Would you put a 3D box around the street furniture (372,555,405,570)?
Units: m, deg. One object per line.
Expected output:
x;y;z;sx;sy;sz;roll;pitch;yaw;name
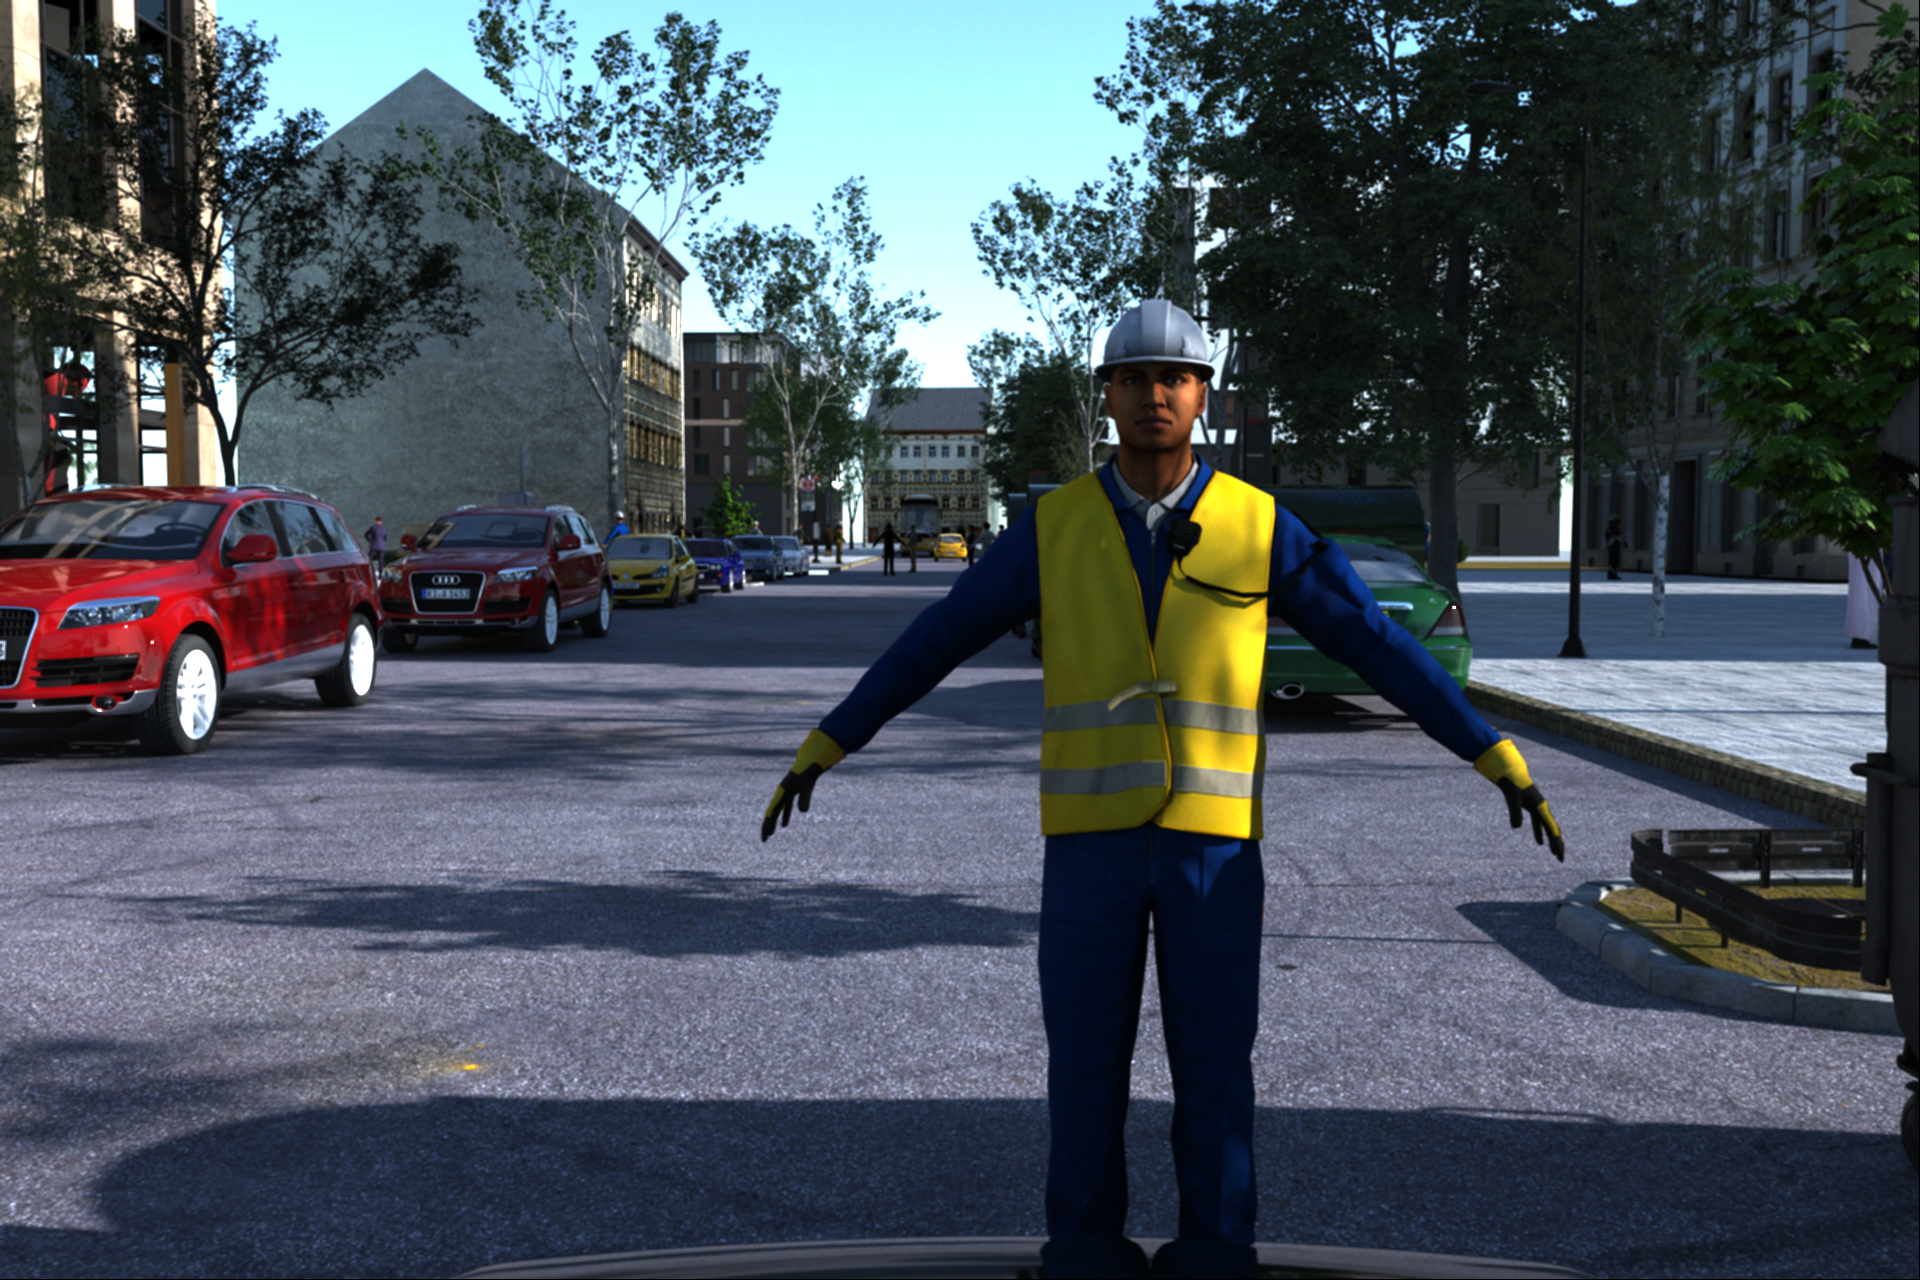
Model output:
-19.531;-2.924;63.434;10.072;0.657;5.734;-1;4;-8;street furniture

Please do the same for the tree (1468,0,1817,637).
8.729;-4.332;21.188;4.360;8.622;3.978;0;3;0;tree

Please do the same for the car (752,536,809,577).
-6.180;-2.847;58.913;2.083;1.381;4.827;0;4;0;car

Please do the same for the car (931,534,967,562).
-0.510;-4.914;90.562;2.015;1.641;3.980;0;4;-1;car

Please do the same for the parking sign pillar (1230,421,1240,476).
6.822;-3.265;41.858;1.447;3.967;1.447;0;4;0;parking sign pillar

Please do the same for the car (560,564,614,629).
-6.599;-1.077;27.204;1.945;1.707;3.694;0;4;0;car

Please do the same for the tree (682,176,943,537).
-7.787;-14.409;91.476;12.611;20.169;13.585;0;3;0;tree

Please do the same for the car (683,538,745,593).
-6.411;-1.881;43.342;1.945;1.354;3.894;0;3;0;car

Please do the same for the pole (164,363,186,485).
-9.407;-1.650;20.814;0.158;3.312;0.155;0;3;0;pole

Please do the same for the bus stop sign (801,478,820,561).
-6.978;-5.646;81.014;0.855;3.939;0.416;0;4;0;bus stop sign

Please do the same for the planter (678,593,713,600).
-6.550;-1.057;38.429;1.991;0.319;1.994;0;3;0;planter

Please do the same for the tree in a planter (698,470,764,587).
-6.498;-3.111;48.088;1.991;3.239;1.994;0;4;0;tree in a planter

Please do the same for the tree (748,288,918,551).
-9.473;-16.760;129.913;12.611;20.169;13.585;0;3;0;tree

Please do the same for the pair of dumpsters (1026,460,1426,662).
2.931;-0.903;19.718;4.436;2.255;1.574;0;4;-1;pair of dumpsters

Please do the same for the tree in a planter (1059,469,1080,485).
3.194;-3.050;47.088;1.991;3.239;1.994;0;4;-1;tree in a planter

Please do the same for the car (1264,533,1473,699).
2.860;-0.178;14.703;2.131;1.459;4.920;0;4;-1;car

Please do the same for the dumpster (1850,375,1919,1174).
2.884;0.299;3.327;1.865;1.857;1.264;0;4;-1;dumpster

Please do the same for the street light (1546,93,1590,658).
6.961;-2.776;17.933;1.470;5.913;1.316;0;4;0;street light

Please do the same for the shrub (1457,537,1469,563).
22.297;-4.062;77.526;1.383;1.207;1.383;0;3;0;shrub

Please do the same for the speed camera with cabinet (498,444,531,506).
-9.780;-2.717;38.752;0.660;3.252;2.038;0;4;1;speed camera with cabinet

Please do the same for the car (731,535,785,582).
-6.431;-2.545;53.616;2.014;1.417;4.499;0;4;0;car

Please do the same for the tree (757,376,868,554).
-9.657;-11.515;114.019;9.928;11.665;9.643;0;3;0;tree

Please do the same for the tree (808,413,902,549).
-8.973;-13.408;144.982;9.928;11.665;9.643;0;3;0;tree

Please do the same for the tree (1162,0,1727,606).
8.568;-7.590;30.748;9.857;13.997;8.962;0;3;0;tree

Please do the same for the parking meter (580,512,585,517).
-10.039;-2.431;45.463;0.399;1.863;0.255;0;4;1;parking meter

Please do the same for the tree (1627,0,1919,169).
8.846;-4.714;11.489;8.767;10.594;7.601;2;4;25;tree

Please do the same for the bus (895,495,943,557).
-2.532;-7.340;111.562;2.896;3.916;12.252;0;4;0;bus

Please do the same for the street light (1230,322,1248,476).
6.640;-3.943;37.006;1.470;5.913;1.316;0;4;0;street light

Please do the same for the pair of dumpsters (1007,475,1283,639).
2.834;-1.178;24.215;4.436;2.255;1.574;0;4;-1;pair of dumpsters

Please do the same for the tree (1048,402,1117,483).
6.260;-8.942;96.556;4.360;8.622;3.978;0;3;0;tree

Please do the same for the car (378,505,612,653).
-5.945;-0.854;22.633;2.281;1.827;5.304;0;4;0;car

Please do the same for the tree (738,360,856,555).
-9.822;-10.939;104.613;9.928;11.665;9.643;0;3;0;tree

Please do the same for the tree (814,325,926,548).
-10.221;-18.523;158.746;12.611;20.169;13.585;0;3;0;tree

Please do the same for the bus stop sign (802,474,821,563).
-6.601;-5.404;77.052;0.855;3.939;0.416;0;4;0;bus stop sign

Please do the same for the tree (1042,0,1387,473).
9.050;-12.513;60.479;12.611;20.169;13.585;0;3;0;tree

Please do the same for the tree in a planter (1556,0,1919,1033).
3.154;-0.525;5.801;1.991;3.239;1.994;0;3;0;tree in a planter

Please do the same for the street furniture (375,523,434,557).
-22.514;-4.193;75.403;11.010;1.723;9.812;-3;4;-37;street furniture

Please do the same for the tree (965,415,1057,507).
5.626;-15.490;163.637;12.009;13.543;11.850;0;3;0;tree

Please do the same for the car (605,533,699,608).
-6.326;-1.498;34.721;2.015;1.641;3.980;0;4;0;car

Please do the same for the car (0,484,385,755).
-5.974;-0.259;12.911;2.281;1.827;5.304;0;4;0;car
